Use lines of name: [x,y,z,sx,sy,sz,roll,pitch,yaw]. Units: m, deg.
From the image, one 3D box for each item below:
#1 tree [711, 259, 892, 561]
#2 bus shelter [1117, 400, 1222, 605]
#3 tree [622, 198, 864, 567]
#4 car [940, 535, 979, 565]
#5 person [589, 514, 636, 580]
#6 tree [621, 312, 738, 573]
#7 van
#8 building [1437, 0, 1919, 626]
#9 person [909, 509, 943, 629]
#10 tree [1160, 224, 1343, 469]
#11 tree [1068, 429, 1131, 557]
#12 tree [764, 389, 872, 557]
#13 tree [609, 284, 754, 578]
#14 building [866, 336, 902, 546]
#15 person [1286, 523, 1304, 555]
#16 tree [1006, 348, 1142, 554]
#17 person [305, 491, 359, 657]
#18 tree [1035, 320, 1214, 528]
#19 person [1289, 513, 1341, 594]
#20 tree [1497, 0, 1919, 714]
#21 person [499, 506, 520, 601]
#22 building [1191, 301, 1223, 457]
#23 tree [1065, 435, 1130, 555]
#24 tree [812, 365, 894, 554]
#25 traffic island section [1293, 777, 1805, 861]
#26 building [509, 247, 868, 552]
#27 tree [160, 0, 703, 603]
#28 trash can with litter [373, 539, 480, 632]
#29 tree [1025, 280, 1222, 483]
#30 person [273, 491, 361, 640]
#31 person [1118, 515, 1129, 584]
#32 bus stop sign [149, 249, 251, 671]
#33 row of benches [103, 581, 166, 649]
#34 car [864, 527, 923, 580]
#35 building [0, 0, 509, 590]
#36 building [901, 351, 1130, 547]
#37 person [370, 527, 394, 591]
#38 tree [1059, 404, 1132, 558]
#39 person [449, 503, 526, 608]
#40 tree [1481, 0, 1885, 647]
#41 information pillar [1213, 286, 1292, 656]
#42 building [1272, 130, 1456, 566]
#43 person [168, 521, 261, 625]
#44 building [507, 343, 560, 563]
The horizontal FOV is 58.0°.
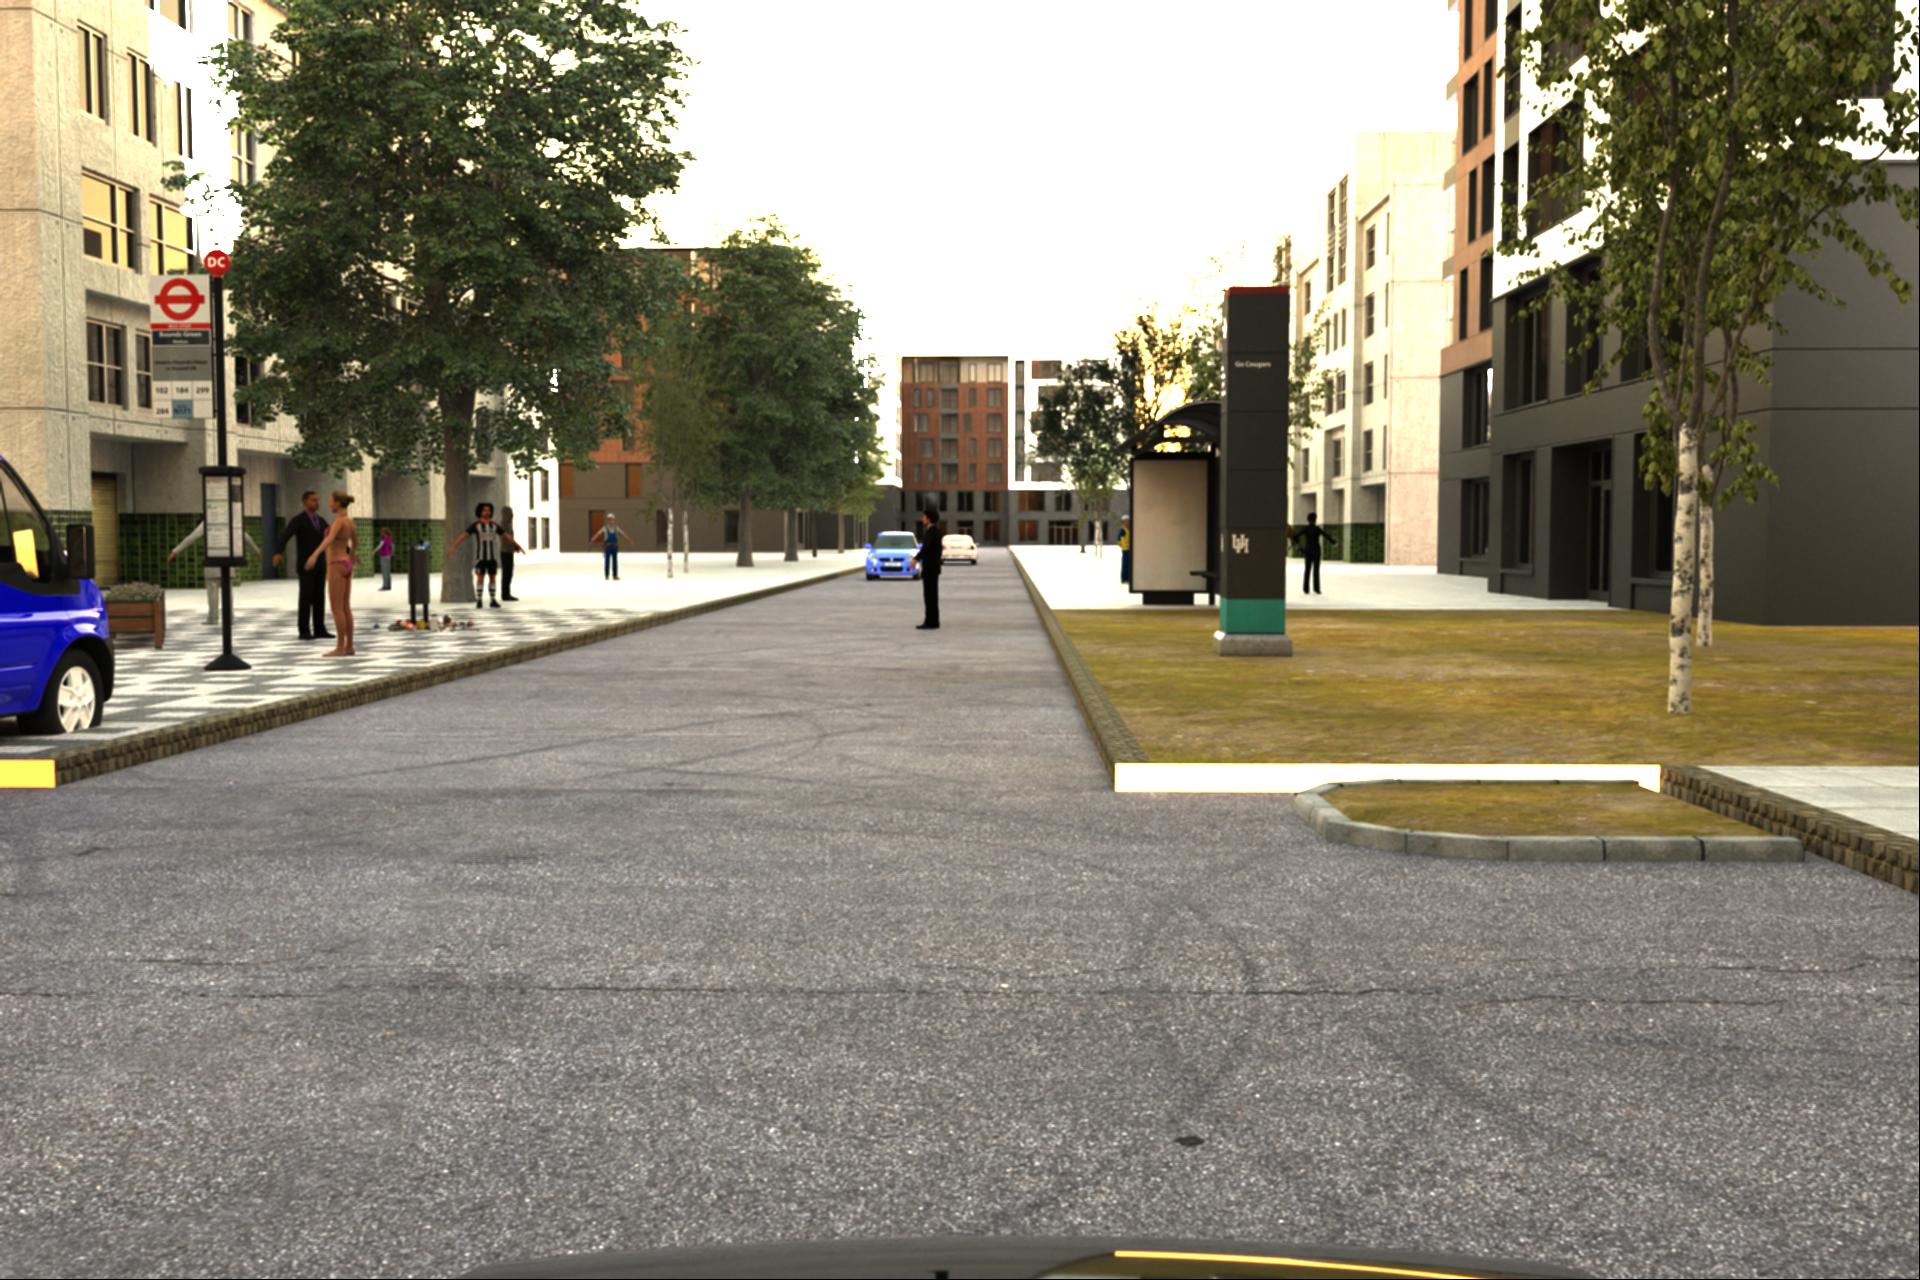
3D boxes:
tree: [-8.030,-10.697,81.551,9.857,13.997,8.962,0,3,0]
bus shelter: [3.817,-2.138,28.876,2.014,3.302,5.546,0,4,1]
tree: [-8.443,-9.857,67.814,9.857,13.997,8.962,0,3,0]
car: [-0.133,-4.260,82.011,2.083,1.381,4.827,0,4,0]
person: [-9.774,-2.611,48.548,1.347,1.847,0.705,-2,4,-29]
tree: [-8.999,-6.543,57.335,4.360,8.622,3.978,0,3,0]
van: [-6.721,-0.316,9.554,2.240,2.365,5.245,0,4,1]
building: [25.597,-11.948,39.332,27.936,21.610,32.646,0,4,2]
person: [-0.469,-1.077,26.256,0.705,1.806,1.347,1,4,15]
tree: [7.005,-5.618,42.218,4.737,8.622,4.395,0,3,0]
tree: [7.556,-9.001,97.530,4.360,8.622,3.978,0,3,0]
tree: [-8.368,-9.871,95.804,7.601,10.594,8.767,-3,4,-36]
tree: [-8.540,-6.084,49.842,4.360,8.622,3.978,0,3,0]
building: [-20.726,-20.354,176.762,27.936,21.610,32.646,0,4,1]
person: [5.782,-1.596,31.858,1.354,1.858,0.705,-1,4,-21]
tree: [8.058,-12.470,114.261,12.009,13.543,11.850,0,3,0]
person: [-6.598,-0.699,18.226,0.721,1.733,1.217,0,4,1]
tree: [7.269,-8.569,74.519,8.767,10.594,7.601,1,4,10]
person: [7.620,-1.869,37.281,1.216,1.740,0.721,3,4,38]
tree: [5.403,-3.781,12.188,4.737,8.622,4.395,0,3,0]
person: [-8.699,-1.667,33.391,0.705,1.813,1.348,-2,4,-24]
building: [28.449,-16.649,138.661,16.747,18.905,31.486,0,4,2]
tree: [8.283,-9.425,104.459,4.360,8.622,3.978,0,3,0]
tree: [-8.034,-11.917,112.970,7.486,12.596,7.792,0,3,0]
traffic island section: [2.717,0.873,8.591,1.991,0.108,1.994,0,4,1]
building: [-22.647,-18.108,140.047,27.936,21.610,32.646,0,4,2]
tree: [-9.537,-7.675,32.139,9.857,13.997,8.962,0,3,0]
trash can with litter: [-7.173,-0.775,23.724,1.678,1.210,2.233,0,4,2]
tree: [6.631,-7.951,64.407,8.767,10.594,7.601,-1,4,-11]
person: [-7.891,-0.912,21.141,0.704,1.802,1.346,2,4,26]
person: [4.388,-2.350,44.879,0.721,1.772,1.216,2,4,32]
bus stop sign: [-7.167,-1.689,16.320,0.855,3.939,0.416,0,4,2]
row of benches: [-10.030,-0.343,21.066,1.422,0.672,4.104,-2,4,-24]
car: [-2.034,-2.769,54.865,1.945,1.707,3.694,0,4,2]
building: [-25.711,-11.172,49.125,16.747,18.905,31.486,0,4,1]
building: [3.803,-22.045,206.869,32.646,21.610,27.936,0,4,2]
person: [-13.143,-1.847,39.457,0.599,1.433,0.991,1,4,9]
tree: [7.606,-8.656,91.895,4.360,8.622,3.978,0,3,0]
person: [-8.236,-1.467,30.127,1.345,1.843,0.704,-2,4,-32]
tree: [8.286,-4.228,19.483,4.737,8.622,4.395,0,3,0]
information pillar: [3.122,-1.777,18.428,0.750,3.857,0.750,0,4,2]
building: [25.936,-13.335,84.490,16.747,18.905,31.486,0,4,2]
person: [-10.496,-1.120,24.499,0.705,1.806,1.347,3,5,39]
building: [-23.686,-8.625,83.167,9.099,9.664,28.070,0,4,1]
